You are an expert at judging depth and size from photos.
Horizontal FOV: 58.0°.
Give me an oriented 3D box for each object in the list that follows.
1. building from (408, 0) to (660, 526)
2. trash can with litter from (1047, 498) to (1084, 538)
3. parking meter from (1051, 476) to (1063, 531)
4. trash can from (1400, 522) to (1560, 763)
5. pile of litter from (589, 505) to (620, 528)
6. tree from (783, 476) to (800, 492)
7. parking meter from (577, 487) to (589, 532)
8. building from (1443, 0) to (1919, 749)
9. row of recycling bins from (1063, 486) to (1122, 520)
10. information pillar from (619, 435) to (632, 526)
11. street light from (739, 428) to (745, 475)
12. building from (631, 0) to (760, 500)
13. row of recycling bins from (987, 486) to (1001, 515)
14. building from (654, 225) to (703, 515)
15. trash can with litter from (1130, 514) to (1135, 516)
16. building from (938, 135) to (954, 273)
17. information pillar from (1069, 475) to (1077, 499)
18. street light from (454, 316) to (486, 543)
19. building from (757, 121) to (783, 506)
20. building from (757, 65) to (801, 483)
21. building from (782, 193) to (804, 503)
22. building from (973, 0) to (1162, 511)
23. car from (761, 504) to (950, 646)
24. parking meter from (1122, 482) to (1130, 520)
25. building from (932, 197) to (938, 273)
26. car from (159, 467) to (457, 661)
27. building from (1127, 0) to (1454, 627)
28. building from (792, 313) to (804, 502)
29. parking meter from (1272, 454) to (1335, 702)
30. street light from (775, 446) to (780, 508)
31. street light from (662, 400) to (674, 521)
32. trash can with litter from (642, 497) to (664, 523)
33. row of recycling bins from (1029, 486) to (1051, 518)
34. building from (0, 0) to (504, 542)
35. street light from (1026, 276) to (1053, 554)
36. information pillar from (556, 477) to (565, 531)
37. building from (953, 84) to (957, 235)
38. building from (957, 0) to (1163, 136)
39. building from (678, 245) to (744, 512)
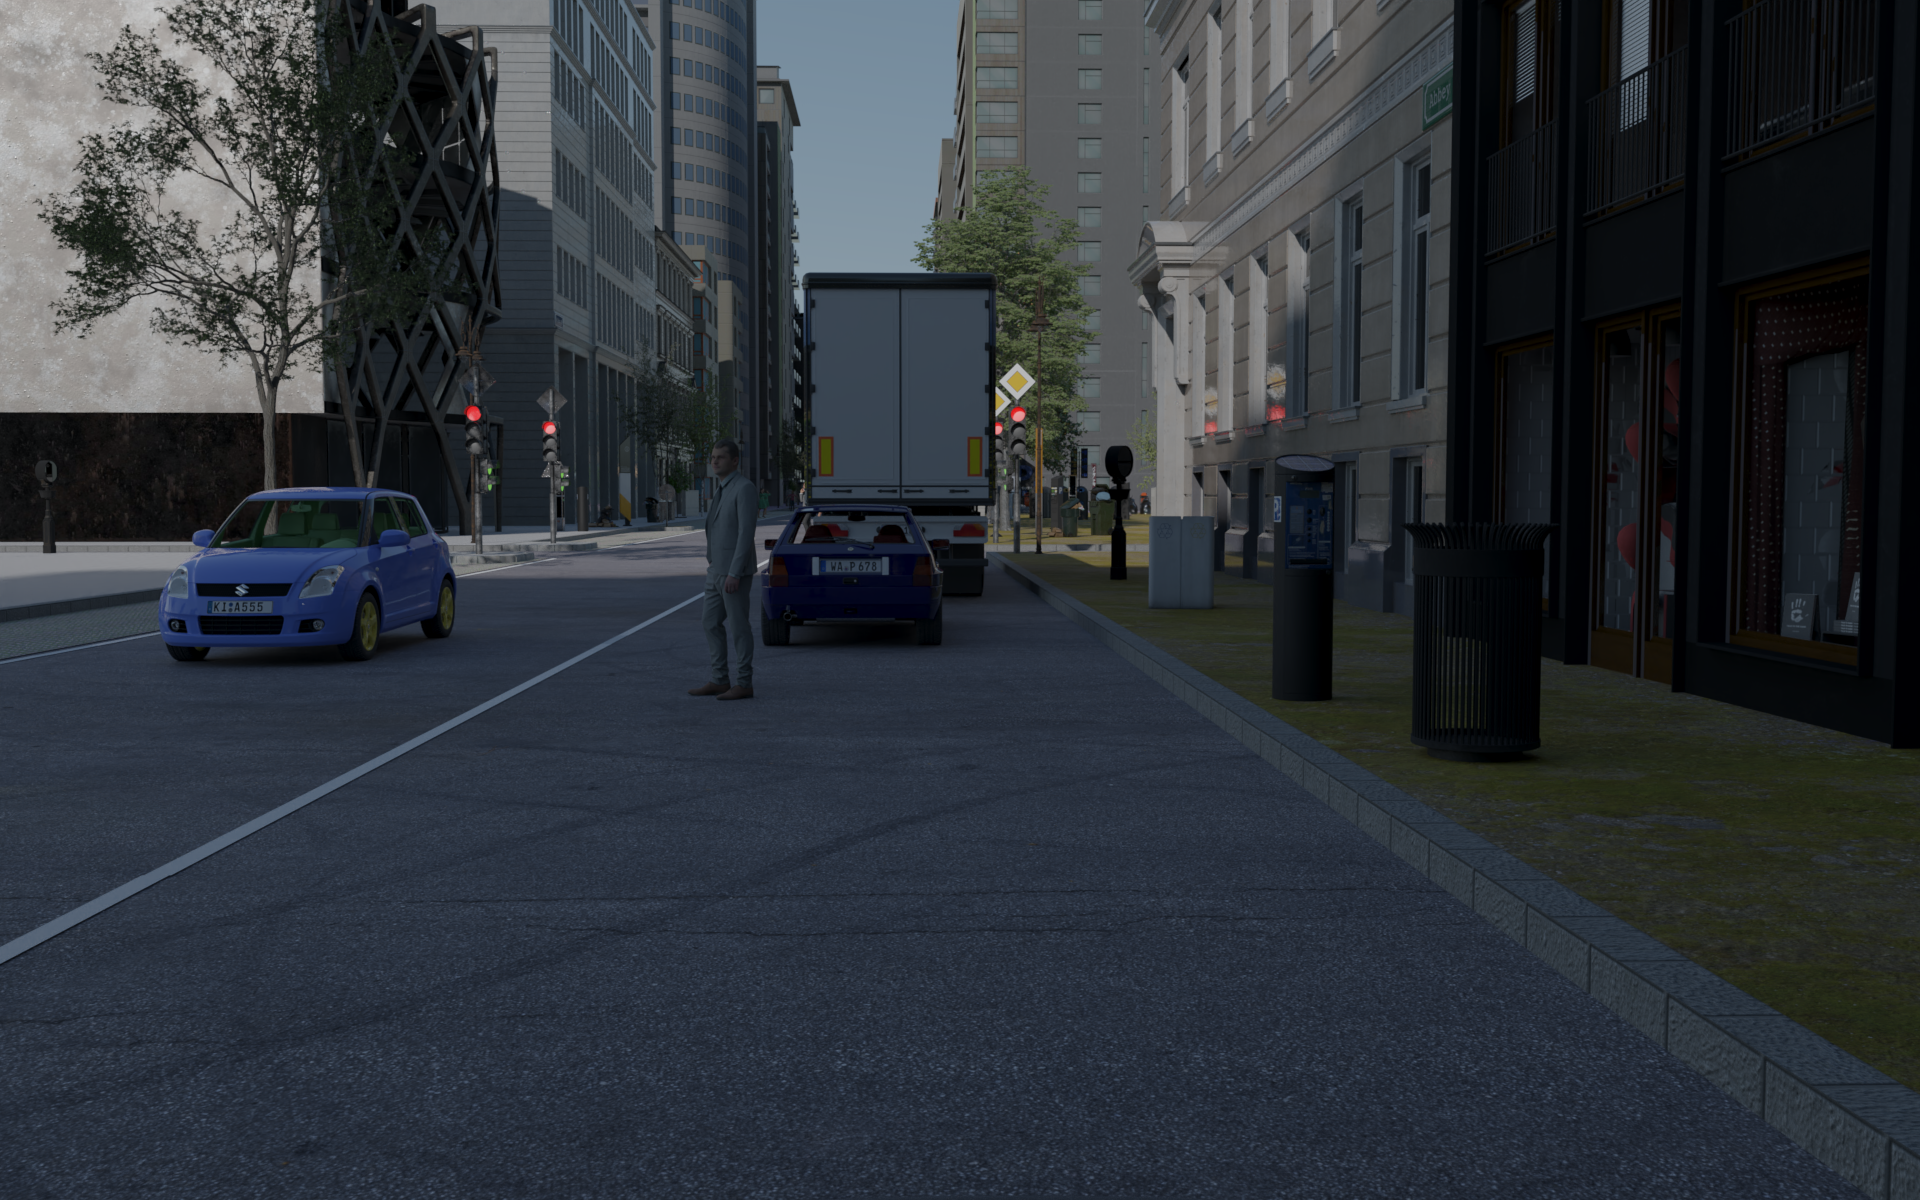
[{"bbox_3d":[-22.160,-18.708,83.376,11.434,29.767,29.804,0,4,-2],"label":"building"},{"bbox_3d":[3.113,-2.440,51.276,1.055,1.170,0.624,-3,4,-39],"label":"trash can with litter"},{"bbox_3d":[3.067,-3.004,54.833,0.255,1.863,0.399,2,4,34],"label":"parking meter"},{"bbox_3d":[2.524,0.195,8.458,0.748,1.137,0.748,0,3,0],"label":"trash can"},{"bbox_3d":[-13.811,-3.236,66.870,1.176,0.858,1.719,-3,4,-36],"label":"pile of litter"},{"bbox_3d":[-18.051,-11.579,183.915,1.663,3.219,1.824,0,3,0],"label":"tree"},{"bbox_3d":[-12.927,-3.116,59.350,0.372,1.533,0.369,0,3,0],"label":"parking meter"},{"bbox_3d":[10.810,-10.865,7.321,12.332,23.373,15.834,0,4,-2],"label":"building"},{"bbox_3d":[6.448,-4.868,86.703,3.534,1.692,1.069,0,4,1],"label":"row of recycling bins"},{"bbox_3d":[-13.316,-4.742,68.885,0.504,3.616,0.183,-3,5,-44],"label":"information pillar"},{"bbox_3d":[-15.305,-9.096,121.503,0.468,5.910,1.993,0,4,-2],"label":"street light"},{"bbox_3d":[-30.624,-37.954,162.550,21.231,58.520,28.212,0,4,-2],"label":"building"},{"bbox_3d":[1.815,-4.776,85.205,1.069,1.692,3.534,0,4,1],"label":"row of recycling bins"},{"bbox_3d":[-22.415,-14.916,108.501,10.561,19.102,19.286,0,4,-2],"label":"building"},{"bbox_3d":[9.151,-5.511,101.158,2.233,1.210,1.678,0,4,1],"label":"trash can with litter"},{"bbox_3d":[8.036,-36.796,225.311,21.300,48.544,21.600,0,4,-2],"label":"building"},{"bbox_3d":[4.329,-3.801,66.636,0.304,2.012,0.304,0,4,2],"label":"information pillar"},{"bbox_3d":[-12.676,-4.416,44.991,0.468,5.910,1.993,0,4,-2],"label":"street light"},{"bbox_3d":[-26.448,-30.627,184.352,14.154,41.232,14.086,0,4,-2],"label":"building"},{"bbox_3d":[-34.898,-38.438,217.707,28.713,52.752,27.495,0,4,-2],"label":"building"},{"bbox_3d":[-34.456,-38.444,248.168,23.786,49.044,30.456,0,4,-2],"label":"building"},{"bbox_3d":[7.934,-27.637,135.452,14.154,41.232,14.086,0,4,-2],"label":"building"},{"bbox_3d":[-1.064,-0.315,17.735,1.945,1.354,3.894,0,4,-2],"label":"car"},{"bbox_3d":[8.204,-4.904,85.893,0.399,1.863,0.255,2,4,24],"label":"parking meter"},{"bbox_3d":[7.156,-36.454,250.650,22.147,44.769,28.867,0,4,-2],"label":"building"},{"bbox_3d":[-5.927,-0.391,15.988,1.945,1.707,3.694,0,4,-1],"label":"car"},{"bbox_3d":[10.525,-14.630,25.101,13.634,28.700,20.117,0,4,-2],"label":"building"},{"bbox_3d":[-30.026,-30.547,271.150,14.160,30.474,14.107,0,4,-2],"label":"building"},{"bbox_3d":[2.150,-0.149,10.839,0.372,1.533,0.369,0,3,0],"label":"parking meter"},{"bbox_3d":[-16.749,-11.418,159.464,0.468,5.910,1.993,0,4,-2],"label":"street light"},{"bbox_3d":[-13.965,-6.719,82.637,0.468,5.910,1.993,0,4,-2],"label":"street light"},{"bbox_3d":[-13.744,-4.055,77.691,0.624,1.170,1.055,1,4,19],"label":"trash can with litter"},{"bbox_3d":[4.418,-5.270,93.279,1.069,1.692,3.534,1,4,12],"label":"row of recycling bins"},{"bbox_3d":[-23.333,-11.412,54.036,16.820,18.784,16.811,0,4,-2],"label":"building"},{"bbox_3d":[1.689,-3.923,36.927,0.468,5.910,1.993,0,4,-2],"label":"street light"},{"bbox_3d":[-13.965,-3.418,60.370,0.304,2.012,0.304,0,4,2],"label":"information pillar"},{"bbox_3d":[10.682,-34.222,179.130,23.786,49.044,30.456,0,4,-2],"label":"building"},{"bbox_3d":[10.712,-32.382,153.150,21.300,48.544,21.600,0,4,-2],"label":"building"},{"bbox_3d":[-32.011,-17.699,134.423,27.650,21.520,28.899,0,4,-2],"label":"building"}]
